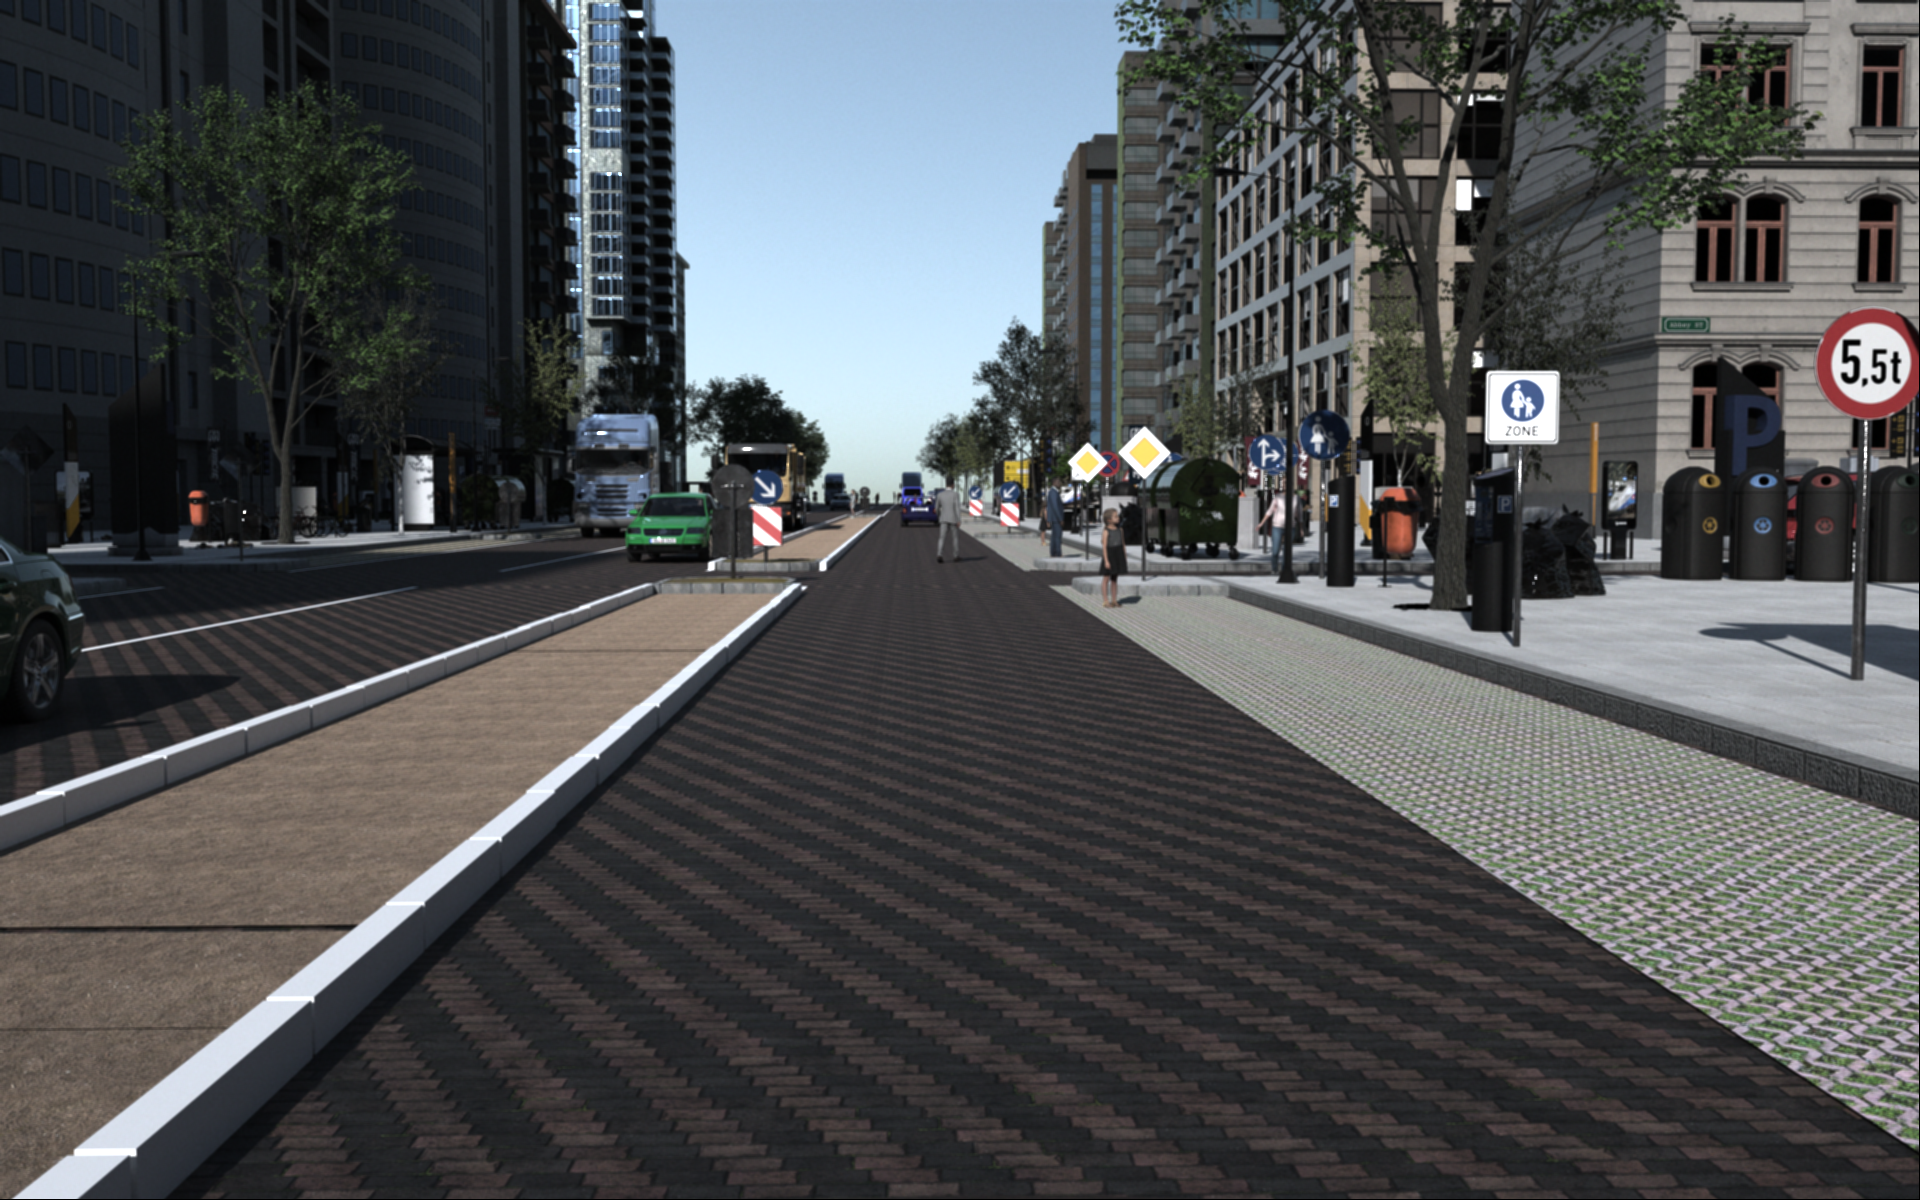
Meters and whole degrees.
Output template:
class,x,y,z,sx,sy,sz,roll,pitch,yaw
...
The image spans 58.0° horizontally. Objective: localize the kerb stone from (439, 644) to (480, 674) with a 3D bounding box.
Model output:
class,x,y,z,sx,sy,sz,roll,pitch,yaw
kerb stone,-4.113,0.495,14.102,0.120,0.150,1.000,0,4,-2

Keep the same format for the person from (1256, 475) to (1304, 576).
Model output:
class,x,y,z,sx,sy,sz,roll,pitch,yaw
person,5.152,-1.153,28.030,0.731,1.740,0.598,0,4,1

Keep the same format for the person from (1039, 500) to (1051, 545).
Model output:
class,x,y,z,sx,sy,sz,roll,pitch,yaw
person,2.376,-2.140,48.164,0.373,1.253,0.362,-1,4,-10

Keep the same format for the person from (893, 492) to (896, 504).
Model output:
class,x,y,z,sx,sy,sz,roll,pitch,yaw
person,-9.290,-14.580,247.704,0.721,1.723,1.217,0,4,-4

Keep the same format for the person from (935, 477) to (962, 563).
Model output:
class,x,y,z,sx,sy,sz,roll,pitch,yaw
person,-0.242,-1.678,36.211,0.678,1.792,0.850,2,4,24

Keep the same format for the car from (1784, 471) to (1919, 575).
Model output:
class,x,y,z,sx,sy,sz,roll,pitch,yaw
car,16.227,-1.294,29.834,5.304,1.827,2.281,0,4,-1

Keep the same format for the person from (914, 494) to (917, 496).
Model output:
class,x,y,z,sx,sy,sz,roll,pitch,yaw
person,-3.043,-6.372,115.903,0.599,1.433,0.991,-1,4,-17

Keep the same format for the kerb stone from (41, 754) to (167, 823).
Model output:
class,x,y,z,sx,sy,sz,roll,pitch,yaw
kerb stone,-3.930,0.871,7.955,0.120,0.150,1.000,0,4,-2

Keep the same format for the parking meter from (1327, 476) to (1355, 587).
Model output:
class,x,y,z,sx,sy,sz,roll,pitch,yaw
parking meter,5.284,-0.955,24.019,0.372,1.533,0.369,0,3,0

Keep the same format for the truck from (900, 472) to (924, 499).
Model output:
class,x,y,z,sx,sy,sz,roll,pitch,yaw
truck,-5.783,-13.391,208.698,2.967,4.110,18.799,0,4,-2

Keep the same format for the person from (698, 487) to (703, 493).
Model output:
class,x,y,z,sx,sy,sz,roll,pitch,yaw
person,-13.354,-4.949,89.761,0.599,1.781,0.374,-1,4,-11

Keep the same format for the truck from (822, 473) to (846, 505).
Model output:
class,x,y,z,sx,sy,sz,roll,pitch,yaw
truck,-16.284,-14.742,230.784,2.967,4.110,18.799,0,4,-1

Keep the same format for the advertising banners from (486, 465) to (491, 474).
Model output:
class,x,y,z,sx,sy,sz,roll,pitch,yaw
advertising banners,-28.779,-6.507,102.578,2.074,3.025,0.090,-2,4,-33

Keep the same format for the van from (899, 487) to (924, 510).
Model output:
class,x,y,z,sx,sy,sz,roll,pitch,yaw
van,-4.268,-9.146,153.913,2.240,2.365,5.245,0,4,-3

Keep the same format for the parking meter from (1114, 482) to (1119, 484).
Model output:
class,x,y,z,sx,sy,sz,roll,pitch,yaw
parking meter,7.289,-4.544,80.012,0.399,1.863,0.255,1,4,12

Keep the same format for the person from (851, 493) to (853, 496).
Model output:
class,x,y,z,sx,sy,sz,roll,pitch,yaw
person,-11.858,-11.325,193.534,0.599,1.838,0.709,-2,4,-23

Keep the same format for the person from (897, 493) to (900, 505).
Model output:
class,x,y,z,sx,sy,sz,roll,pitch,yaw
person,-8.309,-13.682,233.674,0.415,1.643,0.593,1,4,22

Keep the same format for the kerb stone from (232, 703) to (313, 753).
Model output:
class,x,y,z,sx,sy,sz,roll,pitch,yaw
kerb stone,-3.984,0.746,10.001,0.120,0.150,1.000,0,4,-2

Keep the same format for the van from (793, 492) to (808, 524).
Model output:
class,x,y,z,sx,sy,sz,roll,pitch,yaw
van,-8.112,-4.535,81.151,2.013,2.044,4.112,0,4,-2

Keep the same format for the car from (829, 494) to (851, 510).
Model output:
class,x,y,z,sx,sy,sz,roll,pitch,yaw
car,-10.682,-8.748,155.025,2.014,1.417,4.499,0,4,-1

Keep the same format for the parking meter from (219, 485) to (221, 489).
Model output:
class,x,y,z,sx,sy,sz,roll,pitch,yaw
parking meter,-28.498,-3.703,66.247,0.399,1.863,0.255,-2,4,-35

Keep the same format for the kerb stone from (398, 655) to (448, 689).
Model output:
class,x,y,z,sx,sy,sz,roll,pitch,yaw
kerb stone,-4.081,0.558,13.076,0.120,0.150,1.000,0,4,-2

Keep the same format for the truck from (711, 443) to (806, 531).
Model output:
class,x,y,z,sx,sy,sz,roll,pitch,yaw
truck,-7.676,-4.442,68.554,3.469,3.379,9.791,0,4,-1

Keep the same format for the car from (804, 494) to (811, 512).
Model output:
class,x,y,z,sx,sy,sz,roll,pitch,yaw
car,-12.946,-7.872,138.490,2.009,1.686,4.222,0,4,0

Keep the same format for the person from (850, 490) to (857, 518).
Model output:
class,x,y,z,sx,sy,sz,roll,pitch,yaw
person,-6.332,-5.702,102.726,0.522,1.701,0.512,-2,4,-28

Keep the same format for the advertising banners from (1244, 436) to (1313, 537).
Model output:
class,x,y,z,sx,sy,sz,roll,pitch,yaw
advertising banners,9.548,-3.415,52.019,2.074,3.025,0.090,1,4,19

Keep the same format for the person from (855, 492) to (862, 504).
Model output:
class,x,y,z,sx,sy,sz,roll,pitch,yaw
person,-13.561,-13.400,228.303,1.217,1.736,0.721,-1,4,-17

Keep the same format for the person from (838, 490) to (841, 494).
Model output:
class,x,y,z,sx,sy,sz,roll,pitch,yaw
person,-12.917,-10.802,185.119,0.705,1.824,1.348,2,4,27

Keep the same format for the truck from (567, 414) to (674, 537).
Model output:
class,x,y,z,sx,sy,sz,roll,pitch,yaw
truck,-11.688,-4.553,64.195,2.967,4.110,18.799,0,4,-3

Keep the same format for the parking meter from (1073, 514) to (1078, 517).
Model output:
class,x,y,z,sx,sy,sz,roll,pitch,yaw
parking meter,6.464,-5.454,97.582,0.372,1.533,0.369,0,3,0

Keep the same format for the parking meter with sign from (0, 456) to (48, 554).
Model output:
class,x,y,z,sx,sy,sz,roll,pitch,yaw
parking meter with sign,-19.101,-2.342,34.553,0.543,3.016,1.738,1,4,19

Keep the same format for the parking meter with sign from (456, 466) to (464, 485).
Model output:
class,x,y,z,sx,sy,sz,roll,pitch,yaw
parking meter with sign,-30.931,-6.761,106.810,0.543,3.016,1.738,0,4,3

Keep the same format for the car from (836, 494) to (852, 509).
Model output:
class,x,y,z,sx,sy,sz,roll,pitch,yaw
car,-11.226,-9.702,168.851,2.015,1.641,3.980,0,4,-2

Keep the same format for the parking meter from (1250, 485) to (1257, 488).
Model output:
class,x,y,z,sx,sy,sz,roll,pitch,yaw
parking meter,14.268,-4.790,84.032,0.255,1.863,0.399,2,4,34

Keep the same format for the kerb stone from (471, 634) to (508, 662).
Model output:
class,x,y,z,sx,sy,sz,roll,pitch,yaw
kerb stone,-4.145,0.433,15.124,0.120,0.150,1.000,0,4,-2

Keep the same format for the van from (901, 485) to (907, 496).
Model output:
class,x,y,z,sx,sy,sz,roll,pitch,yaw
van,-5.110,-10.826,181.394,2.240,2.365,5.245,0,4,-2

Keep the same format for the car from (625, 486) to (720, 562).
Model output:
class,x,y,z,sx,sy,sz,roll,pitch,yaw
car,-6.146,-1.779,37.881,1.959,1.807,4.718,0,4,-1

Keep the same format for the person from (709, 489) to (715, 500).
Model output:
class,x,y,z,sx,sy,sz,roll,pitch,yaw
person,-15.804,-6.245,110.572,1.348,1.831,0.705,3,4,39

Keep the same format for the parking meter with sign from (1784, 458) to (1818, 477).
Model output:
class,x,y,z,sx,sy,sz,roll,pitch,yaw
parking meter with sign,17.740,-2.470,36.650,1.738,3.016,0.543,0,4,6

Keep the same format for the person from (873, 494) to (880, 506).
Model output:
class,x,y,z,sx,sy,sz,roll,pitch,yaw
person,-9.761,-11.665,202.485,1.065,1.426,0.557,3,5,40

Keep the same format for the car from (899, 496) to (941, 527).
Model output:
class,x,y,z,sx,sy,sz,roll,pitch,yaw
car,-1.743,-3.937,76.958,1.945,1.354,3.894,0,4,0

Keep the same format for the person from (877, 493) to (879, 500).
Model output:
class,x,y,z,sx,sy,sz,roll,pitch,yaw
person,-11.255,-13.985,238.616,0.415,1.643,0.593,-1,4,-20

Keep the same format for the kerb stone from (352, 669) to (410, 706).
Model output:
class,x,y,z,sx,sy,sz,roll,pitch,yaw
kerb stone,-4.046,0.621,12.044,0.120,0.150,1.000,0,4,-2

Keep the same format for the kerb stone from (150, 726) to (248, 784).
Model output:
class,x,y,z,sx,sy,sz,roll,pitch,yaw
kerb stone,-3.959,0.808,8.979,0.120,0.150,1.000,0,4,-2

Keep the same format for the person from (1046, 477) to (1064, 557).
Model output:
class,x,y,z,sx,sy,sz,roll,pitch,yaw
person,2.075,-1.762,37.490,0.419,1.800,0.721,-1,4,-13

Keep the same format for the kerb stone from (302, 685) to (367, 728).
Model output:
class,x,y,z,sx,sy,sz,roll,pitch,yaw
kerb stone,-4.010,0.686,11.023,0.120,0.150,1.000,0,4,-2

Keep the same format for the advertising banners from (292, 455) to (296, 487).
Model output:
class,x,y,z,sx,sy,sz,roll,pitch,yaw
advertising banners,-30.111,-4.994,77.836,0.090,3.025,2.074,-2,4,-34

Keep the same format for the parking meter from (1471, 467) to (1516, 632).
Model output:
class,x,y,z,sx,sy,sz,roll,pitch,yaw
parking meter,4.999,-0.478,16.229,0.372,1.533,0.369,0,3,0

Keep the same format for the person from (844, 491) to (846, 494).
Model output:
class,x,y,z,sx,sy,sz,roll,pitch,yaw
person,-13.677,-12.102,206.347,0.705,1.826,1.348,-2,4,-25

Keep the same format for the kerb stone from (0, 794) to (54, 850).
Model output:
class,x,y,z,sx,sy,sz,roll,pitch,yaw
kerb stone,-3.891,0.937,6.933,0.120,0.150,1.000,0,4,-2

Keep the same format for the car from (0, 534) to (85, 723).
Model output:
class,x,y,z,sx,sy,sz,roll,pitch,yaw
car,-6.607,0.140,9.508,2.131,1.459,4.920,0,4,-3
